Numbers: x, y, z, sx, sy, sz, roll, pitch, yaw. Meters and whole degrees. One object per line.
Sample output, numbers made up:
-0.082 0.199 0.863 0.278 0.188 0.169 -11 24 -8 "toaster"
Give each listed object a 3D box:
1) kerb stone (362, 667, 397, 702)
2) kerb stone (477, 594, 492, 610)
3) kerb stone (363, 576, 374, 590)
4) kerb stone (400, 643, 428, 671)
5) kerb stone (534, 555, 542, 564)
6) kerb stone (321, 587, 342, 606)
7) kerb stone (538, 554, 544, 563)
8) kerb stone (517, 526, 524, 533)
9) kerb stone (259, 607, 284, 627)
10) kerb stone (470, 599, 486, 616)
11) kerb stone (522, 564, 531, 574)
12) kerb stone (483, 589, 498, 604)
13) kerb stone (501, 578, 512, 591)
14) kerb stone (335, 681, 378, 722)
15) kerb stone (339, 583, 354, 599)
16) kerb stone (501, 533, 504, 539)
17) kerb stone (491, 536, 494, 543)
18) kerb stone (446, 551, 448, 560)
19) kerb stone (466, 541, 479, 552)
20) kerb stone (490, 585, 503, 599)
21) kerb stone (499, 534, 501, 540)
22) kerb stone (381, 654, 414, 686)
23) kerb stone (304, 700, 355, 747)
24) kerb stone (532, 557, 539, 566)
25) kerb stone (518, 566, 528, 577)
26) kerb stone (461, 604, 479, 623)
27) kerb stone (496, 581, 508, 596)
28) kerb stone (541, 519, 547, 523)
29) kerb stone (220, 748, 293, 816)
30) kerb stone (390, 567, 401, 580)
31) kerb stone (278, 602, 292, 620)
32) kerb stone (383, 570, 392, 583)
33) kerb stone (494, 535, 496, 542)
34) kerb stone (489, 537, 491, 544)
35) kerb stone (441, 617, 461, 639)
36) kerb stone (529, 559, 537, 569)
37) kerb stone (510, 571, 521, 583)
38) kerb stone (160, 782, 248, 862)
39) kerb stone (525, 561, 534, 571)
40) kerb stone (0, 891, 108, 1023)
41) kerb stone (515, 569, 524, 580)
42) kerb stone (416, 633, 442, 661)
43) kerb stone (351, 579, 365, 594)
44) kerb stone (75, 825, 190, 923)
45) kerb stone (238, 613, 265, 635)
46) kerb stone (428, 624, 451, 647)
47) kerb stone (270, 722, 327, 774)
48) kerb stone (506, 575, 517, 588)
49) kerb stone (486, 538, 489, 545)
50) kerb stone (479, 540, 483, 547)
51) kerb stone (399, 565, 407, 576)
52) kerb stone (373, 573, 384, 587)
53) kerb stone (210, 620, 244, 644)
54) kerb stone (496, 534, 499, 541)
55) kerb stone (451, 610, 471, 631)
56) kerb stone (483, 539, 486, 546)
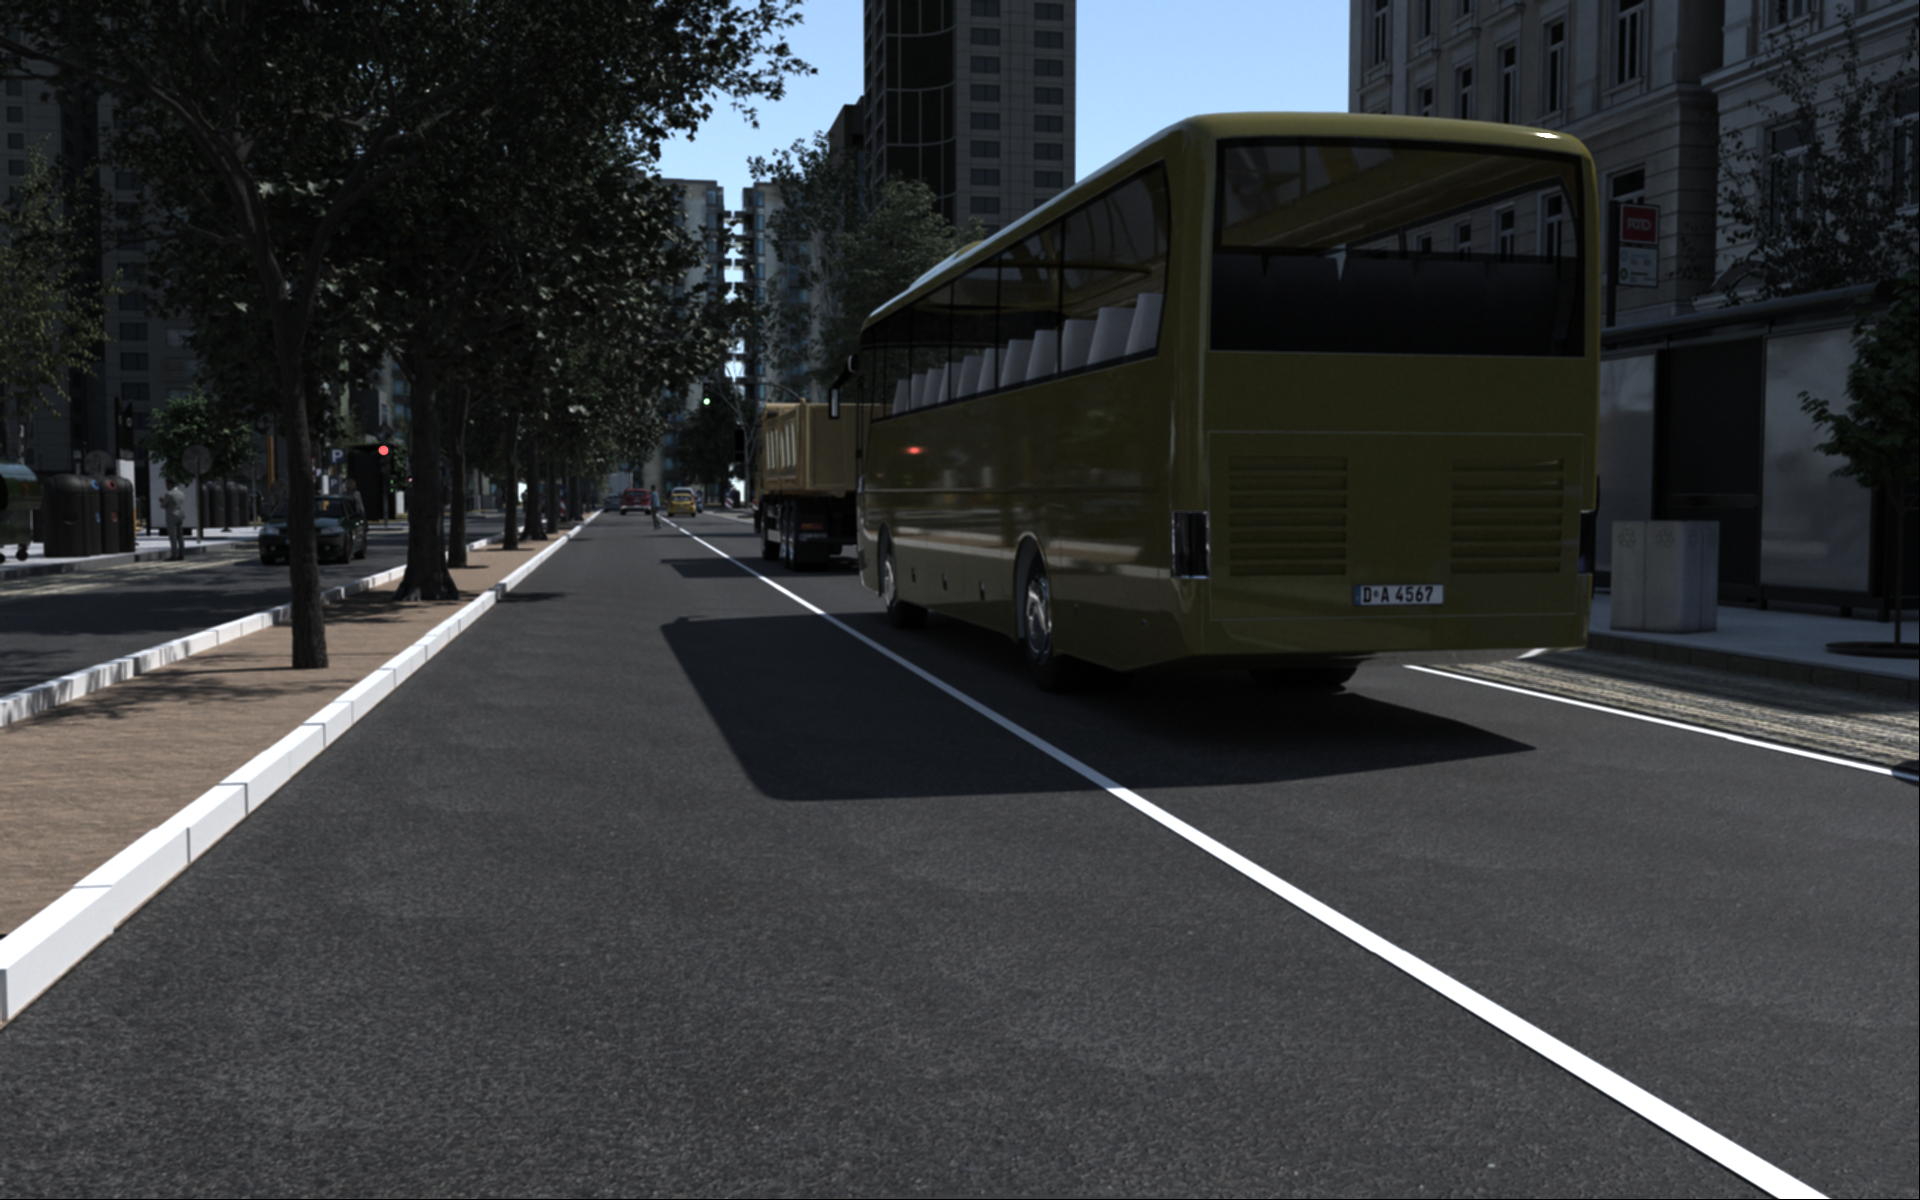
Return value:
-4.113 0.614 12.208 0.120 0.150 1.000 -1 4 -11 "kerb stone"
-5.875 0.057 21.270 0.120 0.150 1.000 -1 4 -11 "kerb stone"
-8.917 -0.224 25.861 0.120 0.150 1.000 -1 4 -11 "kerb stone"
-4.506 0.492 14.223 0.120 0.150 1.000 -1 4 -11 "kerb stone"
-8.431 -0.743 34.351 0.120 0.150 1.000 -1 4 -11 "kerb stone"
-8.328 -0.040 22.845 0.120 0.150 1.000 -1 4 -11 "kerb stone"
-8.637 -0.805 35.359 0.120 0.150 1.000 -1 4 -11 "kerb stone"
-16.965 -2.745 67.079 0.120 0.150 1.000 -1 4 -11 "kerb stone"
-7.537 0.207 18.819 0.120 0.150 1.000 -1 4 -11 "kerb stone"
-5.682 0.120 20.266 0.120 0.150 1.000 -1 4 -11 "kerb stone"
-7.651 -0.497 30.323 0.120 0.150 1.000 -1 4 -11 "kerb stone"
-6.078 -0.005 22.271 0.120 0.150 1.000 -1 4 -11 "kerb stone"
-6.667 -0.189 25.292 0.120 0.150 1.000 -1 4 -11 "kerb stone"
-3.915 0.672 11.205 0.120 0.150 1.000 -1 4 -11 "kerb stone"
-8.518 -0.101 23.852 0.120 0.150 1.000 -1 4 -11 "kerb stone"
-14.411 -1.946 54.013 0.120 0.150 1.000 -1 4 -11 "kerb stone"
-13.623 -1.701 50.002 0.120 0.150 1.000 -1 4 -11 "kerb stone"
-11.467 -1.015 38.924 0.120 0.150 1.000 -1 4 -11 "kerb stone"
-12.647 -1.389 44.969 0.120 0.150 1.000 -1 4 -11 "kerb stone"
-6.279 -0.066 23.280 0.120 0.150 1.000 -1 4 -11 "kerb stone"
-14.210 -1.885 53.011 0.120 0.150 1.000 -1 4 -11 "kerb stone"
-4.307 0.550 13.215 0.120 0.150 1.000 -1 4 -11 "kerb stone"
-3.717 0.735 10.196 0.120 0.150 1.000 -1 4 -11 "kerb stone"
-8.238 -0.677 33.344 0.120 0.150 1.000 -1 4 -11 "kerb stone"
-7.453 -0.436 29.321 0.120 0.150 1.000 -1 4 -11 "kerb stone"
-5.485 0.180 19.258 0.120 0.150 1.000 -1 4 -11 "kerb stone"
-6.464 -0.128 24.290 0.120 0.150 1.000 -1 4 -11 "kerb stone"
-20.797 -3.950 86.770 0.120 0.150 1.000 -1 4 -11 "kerb stone"
-3.322 0.857 8.180 0.120 0.150 1.000 -1 4 -11 "kerb stone"
-9.491 -0.408 28.873 0.120 0.150 1.000 -1 4 -11 "kerb stone"
-7.735 0.148 19.822 0.120 0.150 1.000 -1 4 -11 "kerb stone"
-9.311 -0.342 27.867 0.120 0.150 1.000 -1 4 -11 "kerb stone"
-13.829 -1.762 51.003 0.120 0.150 1.000 -1 4 -11 "kerb stone"
-13.429 -1.639 48.999 0.120 0.150 1.000 -1 4 -11 "kerb stone"
-5.099 0.303 17.246 0.120 0.150 1.000 -1 4 -11 "kerb stone"
-8.036 -0.619 32.331 0.120 0.150 1.000 -1 4 -11 "kerb stone"
-7.055 -0.312 27.299 0.120 0.150 1.000 -1 4 -11 "kerb stone"
-3.128 0.923 7.166 0.120 0.150 1.000 -1 4 -11 "kerb stone"
-7.839 -0.559 31.328 0.120 0.150 1.000 -1 4 -11 "kerb stone"
-2.731 1.042 5.161 0.120 0.150 1.000 -1 4 -11 "kerb stone"
-7.255 -0.374 28.318 0.120 0.150 1.000 -1 4 -11 "kerb stone"
-4.700 0.429 15.242 0.120 0.150 1.000 -1 4 -11 "kerb stone"
-8.718 -0.162 24.854 0.120 0.150 1.000 -1 4 -11 "kerb stone"
-2.936 0.981 6.162 0.120 0.150 1.000 -1 4 -11 "kerb stone"
-7.343 0.270 17.815 0.120 0.150 1.000 -1 4 -11 "kerb stone"
-4.906 0.364 16.243 0.120 0.150 1.000 -1 4 -11 "kerb stone"
-3.524 0.805 9.191 0.120 0.150 1.000 -1 4 -11 "kerb stone"
-6.858 -0.250 26.296 0.120 0.150 1.000 -1 4 -11 "kerb stone"
-13.235 -1.577 47.991 0.120 0.150 1.000 -1 4 -11 "kerb stone"
-12.841 -1.453 45.975 0.120 0.150 1.000 -1 4 -11 "kerb stone"
-9.705 -0.467 29.873 0.120 0.150 1.000 -1 4 -11 "kerb stone"
-9.107 -0.286 26.866 0.120 0.150 1.000 -1 4 -11 "kerb stone"
-7.150 0.329 16.811 0.120 0.150 1.000 -1 4 -11 "kerb stone"
-14.020 -1.823 52.007 0.120 0.150 1.000 -1 4 -11 "kerb stone"
-5.289 0.241 18.255 0.120 0.150 1.000 -1 4 -11 "kerb stone"
-13.030 -1.516 46.988 0.120 0.150 1.000 -1 4 -11 "kerb stone"
